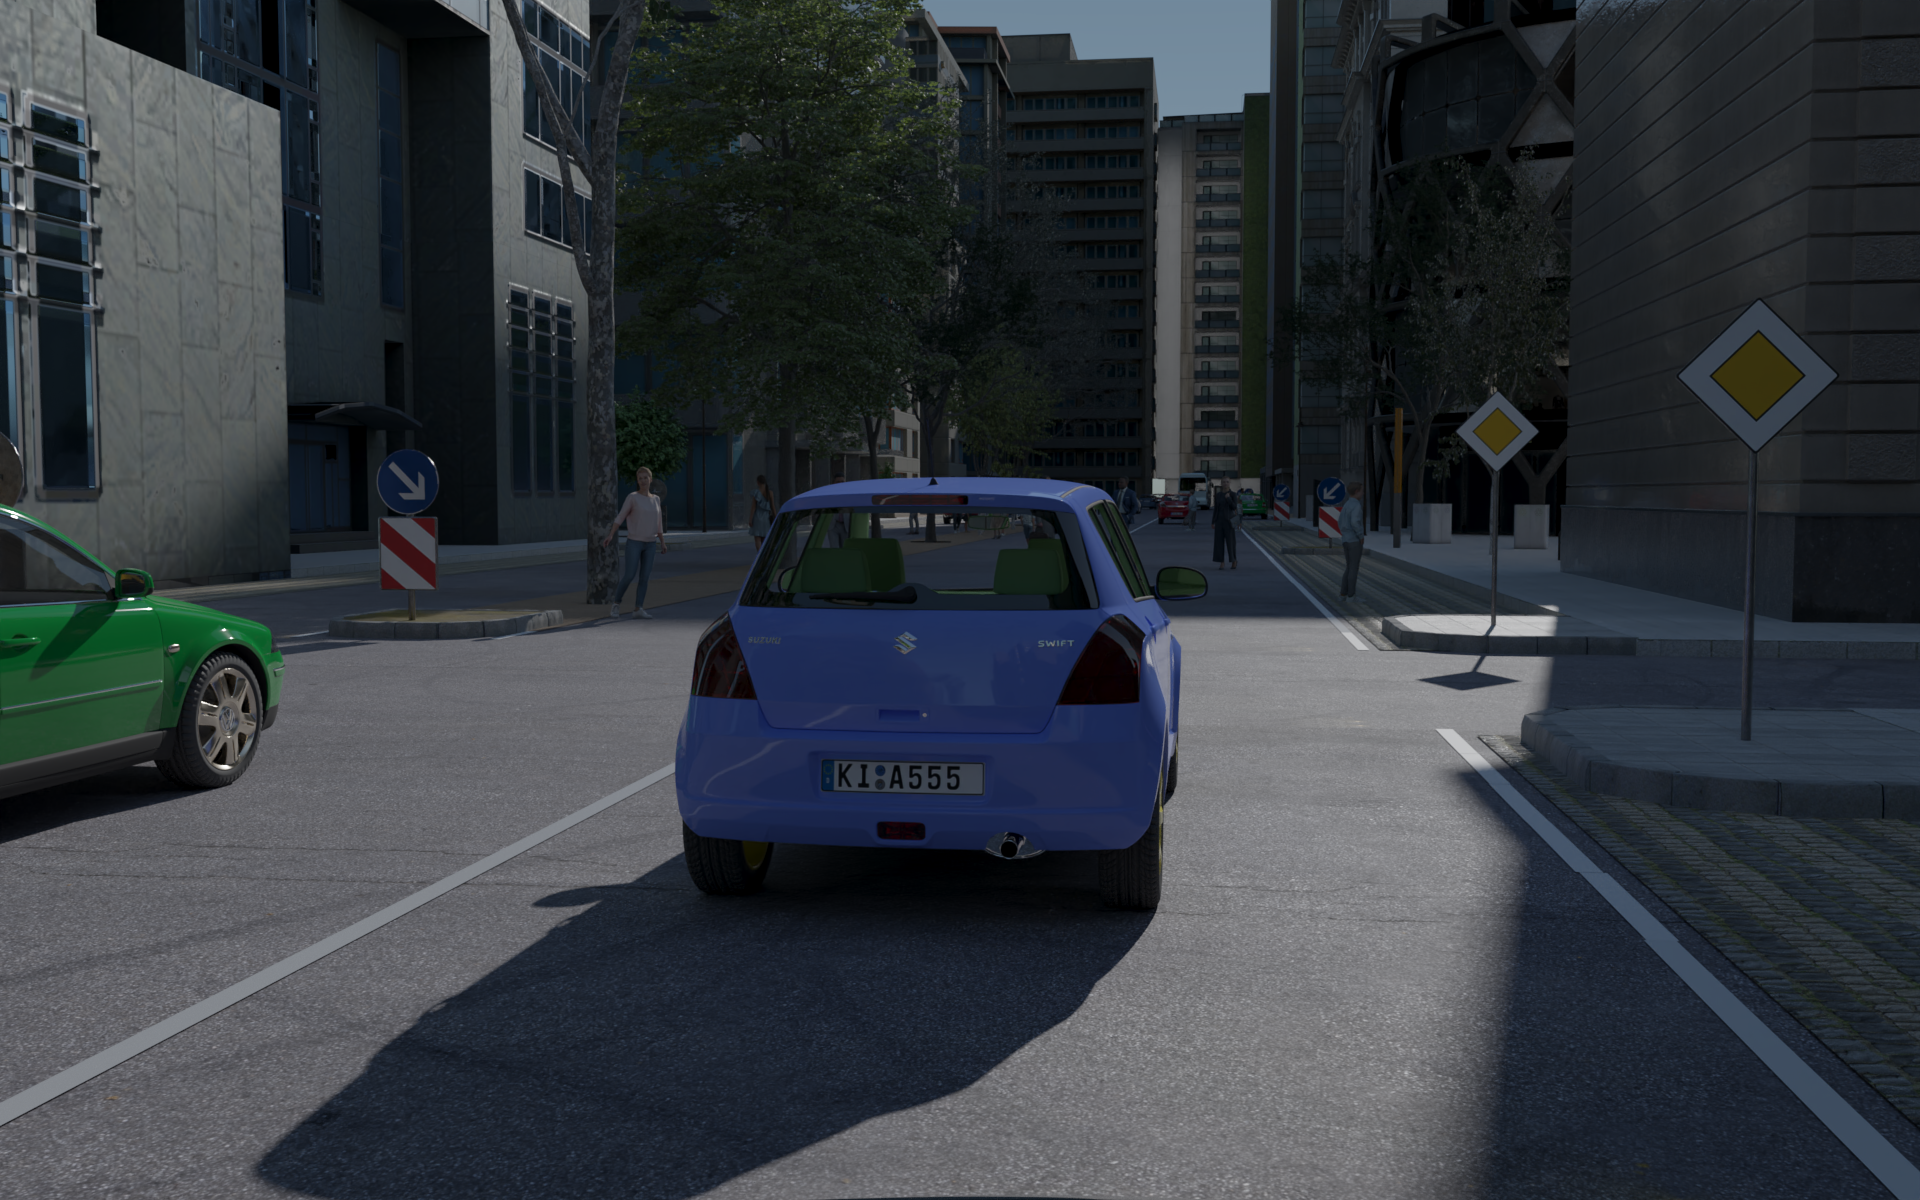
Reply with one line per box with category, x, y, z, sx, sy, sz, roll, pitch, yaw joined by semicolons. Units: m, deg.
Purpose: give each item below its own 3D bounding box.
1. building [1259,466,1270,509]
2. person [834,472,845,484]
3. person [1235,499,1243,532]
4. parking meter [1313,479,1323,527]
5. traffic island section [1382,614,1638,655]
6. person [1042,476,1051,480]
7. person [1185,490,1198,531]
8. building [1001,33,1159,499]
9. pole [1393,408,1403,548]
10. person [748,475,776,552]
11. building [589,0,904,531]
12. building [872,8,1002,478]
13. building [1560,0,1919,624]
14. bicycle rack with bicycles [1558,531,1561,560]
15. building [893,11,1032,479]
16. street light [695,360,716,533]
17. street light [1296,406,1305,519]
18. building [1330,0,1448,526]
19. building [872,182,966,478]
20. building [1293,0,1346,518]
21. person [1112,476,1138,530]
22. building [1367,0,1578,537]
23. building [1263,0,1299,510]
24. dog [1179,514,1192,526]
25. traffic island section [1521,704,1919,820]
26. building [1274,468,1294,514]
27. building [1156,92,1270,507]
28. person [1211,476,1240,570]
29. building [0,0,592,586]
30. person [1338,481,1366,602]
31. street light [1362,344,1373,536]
building;37.586;-43.737;153.344;20.563;71.187;20.611;0;4;8
person;-1.967;-1.196;28.330;0.678;1.792;0.850;-1;4;-12
person;10.629;-3.236;66.091;0.332;1.250;0.352;1;4;20
parking meter;13.996;-3.784;67.577;0.399;1.863;0.255;0;4;-2
traffic island section;5.237;0.326;16.943;2.009;0.180;2.903;0;4;8
person;1.771;-1.647;35.527;0.767;1.812;0.694;2;4;33
person;9.053;-3.503;67.588;0.589;1.601;0.330;-3;5;-44
building;10.478;-34.443;186.849;21.600;48.544;21.300;0;4;8
pole;10.410;-2.895;41.168;0.158;3.312;0.155;0;3;0
person;-3.846;-1.548;33.904;0.616;1.811;0.778;-1;4;-17
building;-15.570;-27.715;72.741;23.786;49.044;30.456;0;4;8
building;-13.078;-27.210;136.768;32.217;40.220;23.993;0;4;8
building;21.097;-13.644;20.345;25.104;27.353;12.463;0;4;8
bicycle rack with bicycles;12.818;-1.226;33.428;2.852;0.926;2.925;-2;4;-34
building;-8.505;-30.932;160.369;28.867;44.769;22.147;0;4;8
street light;-8.499;-5.178;57.443;0.468;5.910;1.993;0;4;8
street light;17.772;-7.206;90.600;0.468;5.910;1.993;0;4;8
building;24.400;-17.773;77.981;14.401;28.519;23.554;0;4;8
building;-15.259;-16.263;110.938;27.650;21.520;28.899;0;4;8
building;26.265;-25.385;98.637;14.154;41.232;14.086;0;4;8
person;3.287;-1.634;35.396;0.721;1.800;0.419;2;4;28
building;22.073;-11.608;57.250;16.820;18.784;16.811;0;4;8
building;31.716;-29.805;137.416;14.600;45.320;14.200;0;4;8
dog;10.252;-3.775;78.564;0.800;0.831;0.513;1;4;17
traffic island section;4.117;0.810;9.036;2.009;0.180;2.903;0;4;8
building;38.014;-25.993;116.864;32.217;40.220;23.993;0;4;8
building;27.566;-30.391;180.493;14.086;41.232;14.154;0;4;8
person;5.045;-1.470;32.955;0.576;1.772;0.534;1;4;18
building;-21.775;-44.083;33.433;22.319;86.520;31.000;0;4;8
person;5.185;-0.765;22.823;0.330;1.601;0.589;0;3;0
street light;12.479;-4.923;53.285;0.468;5.910;1.993;0;4;8
